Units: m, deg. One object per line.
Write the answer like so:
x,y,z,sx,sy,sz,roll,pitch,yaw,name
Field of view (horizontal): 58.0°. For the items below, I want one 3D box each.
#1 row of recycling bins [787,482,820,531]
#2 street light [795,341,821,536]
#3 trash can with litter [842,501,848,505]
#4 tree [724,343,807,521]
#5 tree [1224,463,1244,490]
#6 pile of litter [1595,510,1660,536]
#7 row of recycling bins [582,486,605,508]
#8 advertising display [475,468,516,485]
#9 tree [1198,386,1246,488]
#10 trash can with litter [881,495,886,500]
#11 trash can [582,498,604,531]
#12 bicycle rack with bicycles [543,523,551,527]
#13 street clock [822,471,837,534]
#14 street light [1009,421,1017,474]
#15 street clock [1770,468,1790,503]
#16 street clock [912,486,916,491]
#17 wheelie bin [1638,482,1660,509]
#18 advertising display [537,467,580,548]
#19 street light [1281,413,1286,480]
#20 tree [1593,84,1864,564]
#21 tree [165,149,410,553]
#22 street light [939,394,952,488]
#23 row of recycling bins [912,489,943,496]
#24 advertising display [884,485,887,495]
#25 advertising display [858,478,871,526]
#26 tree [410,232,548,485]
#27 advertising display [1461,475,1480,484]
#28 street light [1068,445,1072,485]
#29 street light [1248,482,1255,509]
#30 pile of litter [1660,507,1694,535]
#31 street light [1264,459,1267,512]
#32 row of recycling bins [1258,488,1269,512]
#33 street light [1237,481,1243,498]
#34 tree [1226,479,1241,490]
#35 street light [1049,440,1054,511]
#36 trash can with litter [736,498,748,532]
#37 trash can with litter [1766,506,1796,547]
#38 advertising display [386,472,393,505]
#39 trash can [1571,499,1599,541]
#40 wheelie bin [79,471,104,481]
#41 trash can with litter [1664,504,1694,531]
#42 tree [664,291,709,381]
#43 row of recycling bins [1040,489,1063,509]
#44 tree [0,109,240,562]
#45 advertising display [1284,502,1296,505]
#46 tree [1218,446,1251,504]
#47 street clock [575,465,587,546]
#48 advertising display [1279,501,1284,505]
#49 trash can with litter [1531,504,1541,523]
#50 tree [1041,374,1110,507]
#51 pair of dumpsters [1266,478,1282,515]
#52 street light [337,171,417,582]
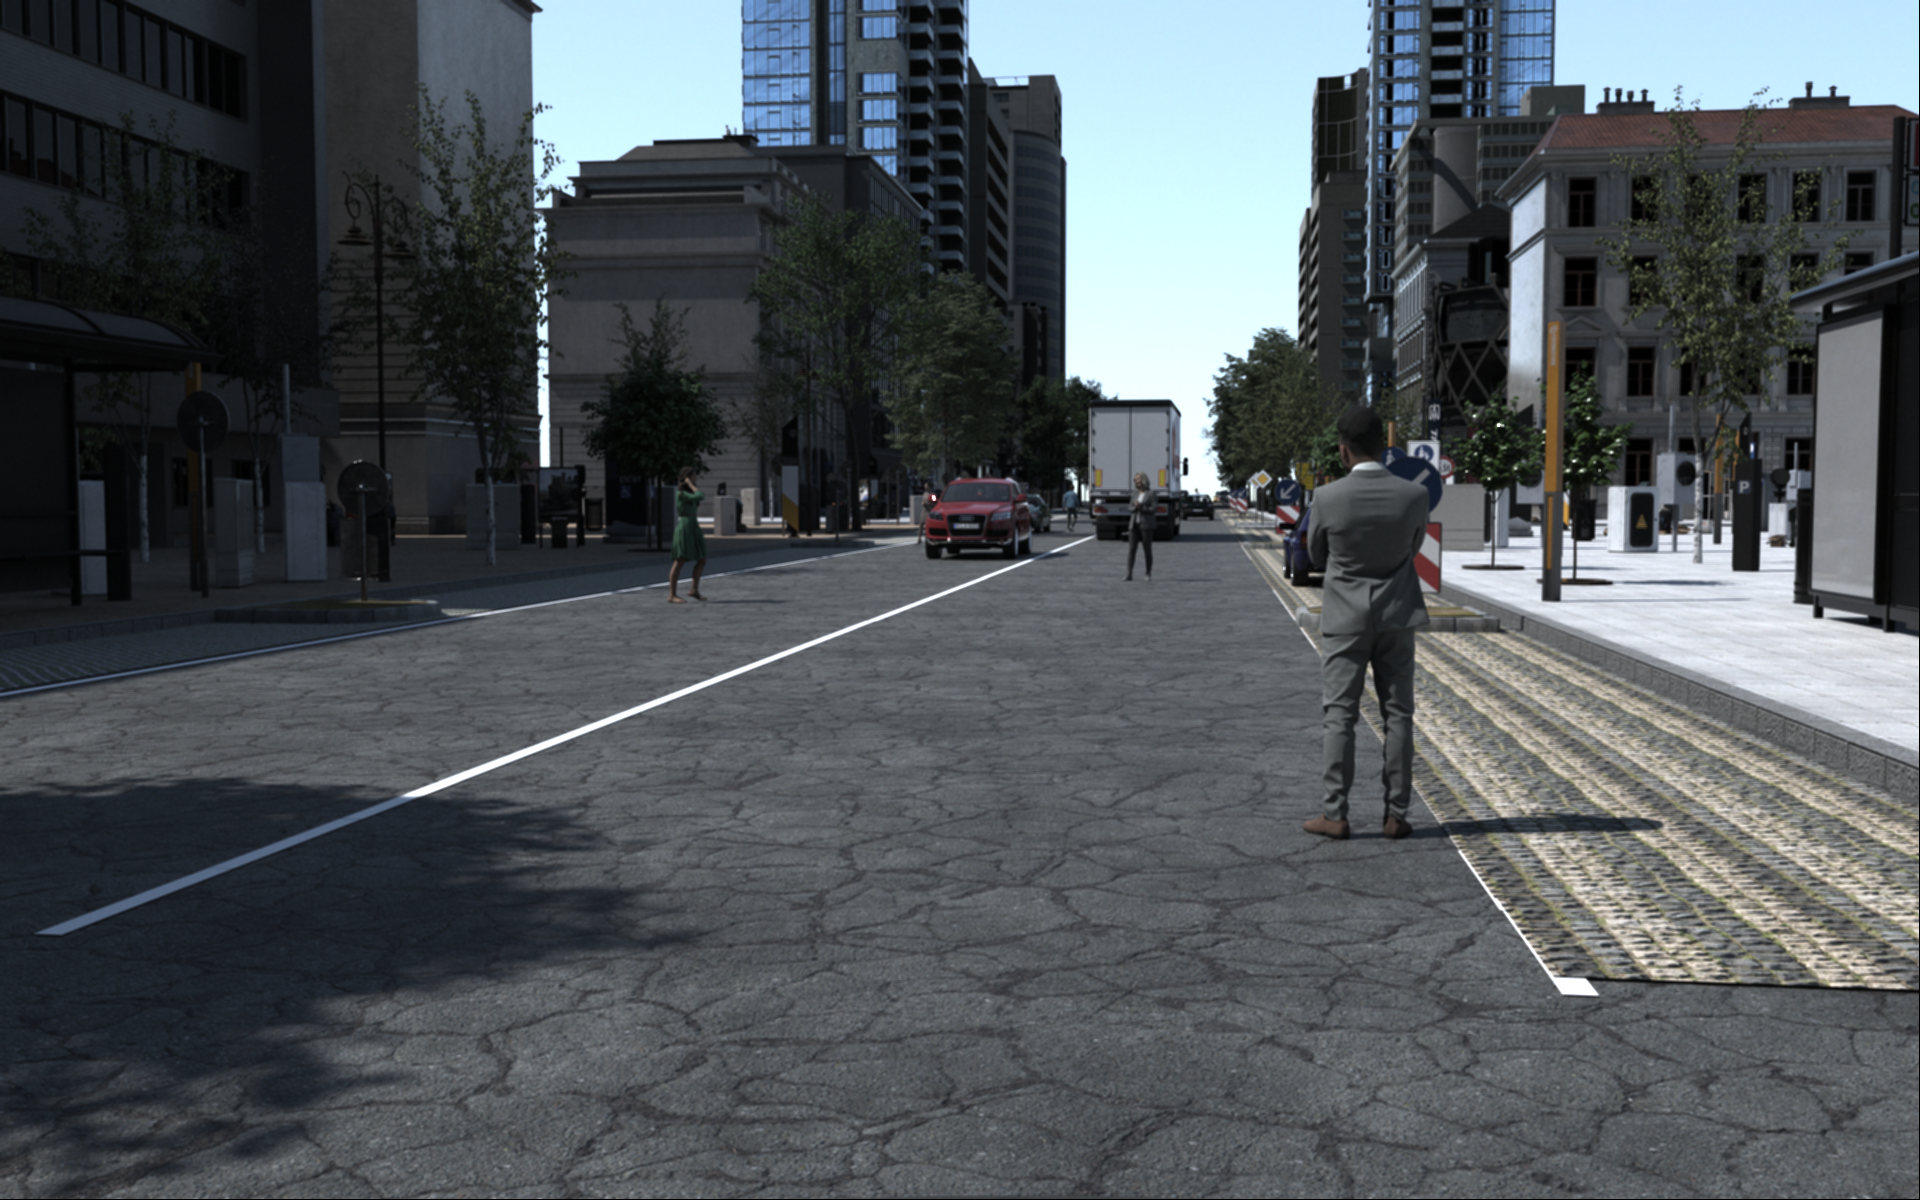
-5.563,-3.305,61.145,1.069,1.692,3.534,0,4,2,row of recycling bins
-4.588,-4.879,52.563,0.468,5.910,1.993,0,4,8,street light
-6.983,-5.410,99.843,1.055,1.170,0.624,3,4,37,trash can with litter
-9.145,-8.113,83.013,4.360,8.622,3.978,0,3,0,tree
40.055,-18.388,250.999,4.360,8.622,3.978,0,3,0,tree
20.361,-2.409,53.349,1.176,0.858,1.719,-3,5,-42,pile of litter
-30.260,-8.159,140.518,1.069,1.692,3.534,2,4,24,row of recycling bins
-11.551,-2.319,43.130,0.974,1.923,0.123,-1,4,-20,advertising display
31.117,-17.066,189.399,12.009,13.543,11.850,0,3,0,tree
-7.758,-8.384,148.143,2.233,1.210,1.678,-3,4,-37,trash can with litter
-12.709,-2.962,60.090,0.748,1.137,0.748,0,3,0,trash can
-17.234,-3.375,68.556,2.925,0.926,2.852,1,4,21,bicycle rack with bicycles
-4.149,-3.085,55.013,0.358,2.002,0.471,3,5,40,street clock
3.235,-8.250,107.682,0.468,5.910,1.993,0,4,8,street light
23.229,-2.723,49.096,0.471,2.002,0.358,0,4,-1,street clock
-4.054,-9.138,153.984,0.358,2.002,0.471,-1,4,-19,street clock
17.628,-2.245,44.620,0.693,1.594,0.980,0,4,2,wheelie bin
-9.512,-2.193,41.069,0.974,1.923,0.123,-1,4,-14,advertising display
18.179,-7.620,97.377,0.468,5.910,1.993,0,4,8,street light
13.841,-4.971,31.642,4.737,8.622,4.395,0,3,0,tree
-15.144,-5.342,37.710,4.360,8.622,3.978,0,3,0,tree
-0.637,-6.565,80.119,0.468,5.910,1.993,0,4,8,street light
-2.255,-8.339,143.463,3.534,1.692,1.069,1,4,15,row of recycling bins
-5.197,-7.051,120.501,0.123,1.923,0.974,0,4,-6,advertising display
-3.960,-4.010,70.784,0.123,1.923,0.974,-3,4,-37,advertising display
-13.357,-6.013,48.669,4.360,8.622,3.978,0,3,0,tree
16.749,-3.155,56.806,0.123,1.923,0.974,-1,4,-16,advertising display
9.970,-11.188,155.716,0.468,5.910,1.993,0,4,8,street light
25.727,-10.930,151.492,0.468,5.910,1.993,0,4,8,street light
22.753,-2.532,55.371,1.719,0.858,1.176,0,4,-6,pile of litter
21.930,-9.258,124.150,0.468,5.910,1.993,0,4,8,street light
22.355,-7.340,127.116,1.069,1.692,3.534,0,4,7,row of recycling bins
36.480,-15.566,227.293,0.468,5.910,1.993,0,4,8,street light
46.383,-18.767,290.550,4.285,4.588,4.351,0,3,0,tree
7.042,-9.887,134.447,0.468,5.910,1.993,0,4,8,street light
-7.518,-2.902,58.828,0.624,1.170,1.055,-2,4,-33,trash can with litter
20.009,-1.856,41.732,1.055,1.170,0.624,3,5,41,trash can with litter
-16.724,-2.719,49.664,0.123,1.923,0.974,3,5,42,advertising display
17.016,-2.178,47.260,0.748,1.137,0.748,0,3,0,trash can
-12.221,-0.998,24.225,0.980,1.594,0.693,-2,4,-26,wheelie bin
25.422,-3.046,60.867,2.233,1.210,1.678,0,4,-7,trash can with litter
-11.390,-6.933,63.724,4.737,8.622,4.395,0,3,0,tree
7.820,-8.820,151.317,1.069,1.692,3.534,-2,4,-30,row of recycling bins
-15.733,-5.035,32.689,4.737,8.622,4.395,0,3,0,tree
17.439,-5.270,91.375,0.974,1.923,0.123,-2,4,-28,advertising display
38.926,-19.164,239.090,9.928,11.665,9.643,0,3,0,tree
-9.436,-2.353,43.040,0.358,2.002,0.471,0,4,-5,street clock
16.645,-5.190,90.066,0.123,1.923,0.974,1,4,9,advertising display
25.498,-3.943,75.856,1.055,1.170,0.624,-1,4,-15,trash can with litter
11.536,-15.206,165.633,9.611,12.733,9.660,0,3,0,tree
20.263,-6.550,109.583,1.574,2.255,4.437,0,4,8,pair of dumpsters
-8.423,-3.205,25.193,0.468,5.910,1.993,0,4,8,street light
